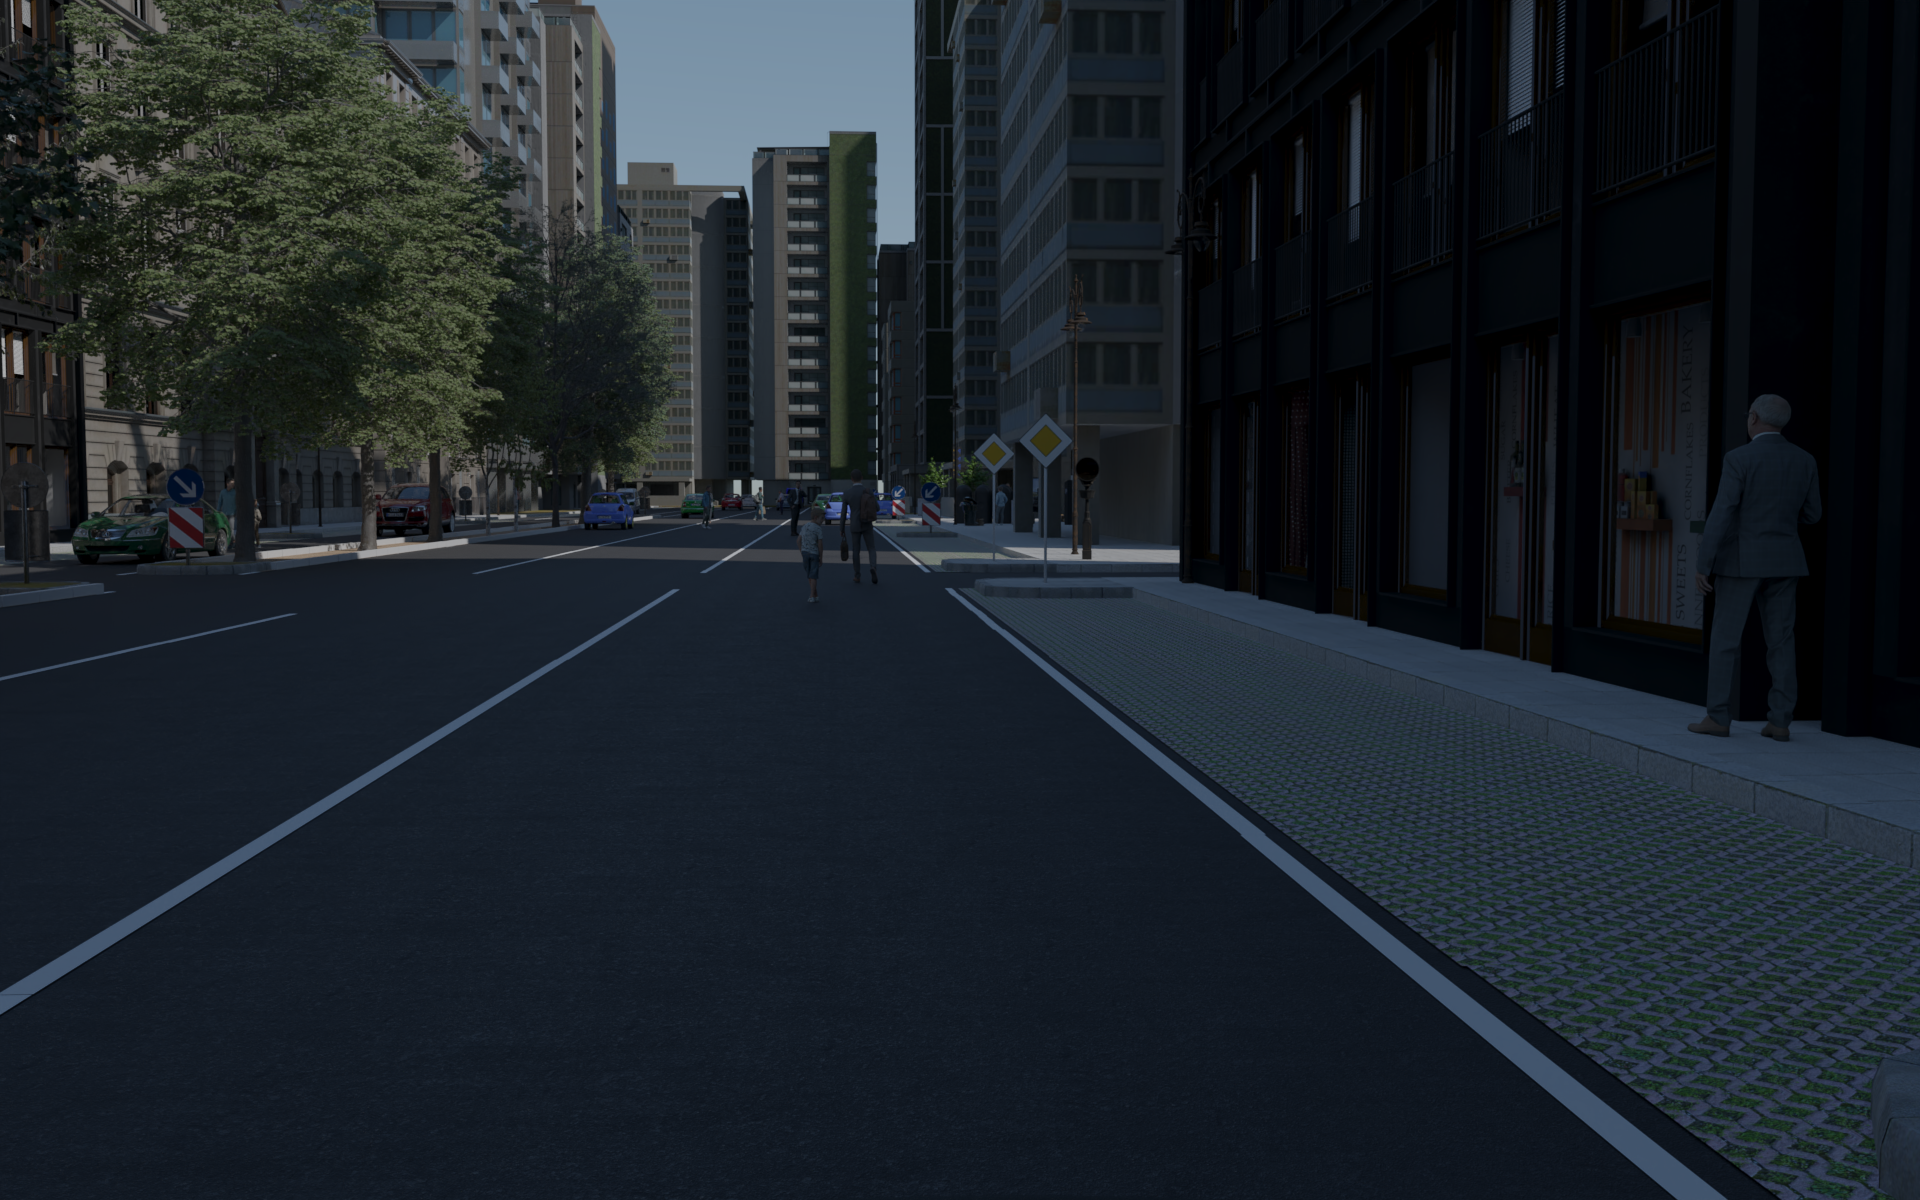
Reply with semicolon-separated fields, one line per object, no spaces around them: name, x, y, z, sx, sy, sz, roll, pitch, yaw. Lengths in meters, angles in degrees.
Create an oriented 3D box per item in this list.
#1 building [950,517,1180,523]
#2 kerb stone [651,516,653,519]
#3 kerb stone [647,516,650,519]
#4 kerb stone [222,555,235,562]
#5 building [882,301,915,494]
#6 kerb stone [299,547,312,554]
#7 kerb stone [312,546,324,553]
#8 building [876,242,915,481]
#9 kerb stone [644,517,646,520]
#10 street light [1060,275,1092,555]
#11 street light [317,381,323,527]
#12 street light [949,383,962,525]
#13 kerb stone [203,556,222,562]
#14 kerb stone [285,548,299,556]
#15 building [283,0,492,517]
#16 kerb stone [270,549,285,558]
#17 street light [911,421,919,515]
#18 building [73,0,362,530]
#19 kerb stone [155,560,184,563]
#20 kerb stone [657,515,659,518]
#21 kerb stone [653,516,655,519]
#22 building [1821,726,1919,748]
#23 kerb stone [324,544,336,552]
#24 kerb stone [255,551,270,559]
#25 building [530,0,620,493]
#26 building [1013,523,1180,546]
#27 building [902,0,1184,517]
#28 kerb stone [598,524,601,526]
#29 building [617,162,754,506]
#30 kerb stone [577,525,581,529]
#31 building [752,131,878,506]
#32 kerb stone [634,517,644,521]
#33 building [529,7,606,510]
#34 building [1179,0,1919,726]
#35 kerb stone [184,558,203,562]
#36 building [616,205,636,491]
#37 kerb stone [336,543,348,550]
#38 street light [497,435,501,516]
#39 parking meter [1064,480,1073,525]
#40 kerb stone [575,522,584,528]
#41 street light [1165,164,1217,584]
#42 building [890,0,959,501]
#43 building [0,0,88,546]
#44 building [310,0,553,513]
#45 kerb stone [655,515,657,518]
building;15.349;-24.773;96.927;32.217;40.220;23.993;0;4;-4
kerb stone;-17.876;-4.727;99.487;0.120;0.150;1.000;0;4;-4
kerb stone;-17.723;-4.602;97.434;0.120;0.150;1.000;0;4;-4
kerb stone;-15.281;-0.842;35.991;0.120;0.150;1.000;0;4;-4
building;6.562;-19.898;170.379;27.650;21.520;28.899;0;4;-4
kerb stone;-15.659;-1.149;41.109;0.120;0.150;1.000;0;4;-4
kerb stone;-15.732;-1.213;42.133;0.120;0.150;1.000;0;4;-4
building;-2.446;-26.126;198.863;14.107;30.474;14.160;0;4;-4
kerb stone;-17.574;-4.477;95.394;0.120;0.150;1.000;0;4;-4
street light;2.440;-3.904;36.617;0.468;5.910;1.993;0;4;-4
street light;-25.084;-5.808;67.749;0.468;5.910;1.993;0;4;-4
street light;-0.197;-6.080;72.199;0.468;5.910;1.993;0;4;-4
kerb stone;-15.192;-0.781;34.967;0.120;0.150;1.000;0;4;-4
kerb stone;-15.580;-1.094;40.085;0.120;0.150;1.000;0;4;-4
building;-33.713;-18.090;93.029;12.463;27.353;25.104;0;4;-4
kerb stone;-15.512;-1.032;39.061;0.120;0.150;1.000;0;4;-4
street light;-2.800;-8.249;107.663;0.468;5.910;1.993;0;4;-4
building;-31.549;-14.939;63.330;14.460;24.649;34.723;0;4;-4
kerb stone;-15.052;-0.656;32.927;0.120;0.150;1.000;0;4;-4
kerb stone;-18.100;-4.913;102.550;0.120;0.150;1.000;0;4;-4
kerb stone;-17.952;-4.790;100.507;0.120;0.150;1.000;0;4;-4
building;11.371;-10.493;1.234;12.332;23.373;15.834;0;4;-4
kerb stone;-15.814;-1.281;43.153;0.120;0.150;1.000;0;4;-4
kerb stone;-15.433;-0.968;38.030;0.120;0.150;1.000;0;4;-4
building;-38.863;-31.001;156.984;14.600;45.320;14.200;0;4;-4
building;13.644;-21.831;48.811;23.993;40.220;32.217;0;4;-4
building;12.197;-26.361;122.884;32.217;40.220;23.993;0;4;-4
kerb stone;-16.217;-3.352;76.999;0.120;0.150;1.000;0;4;-4
building;-36.501;-31.417;205.556;23.993;40.220;32.217;0;4;-4
kerb stone;-15.757;-2.978;70.880;0.120;0.150;1.000;0;4;-4
building;-16.544;-31.464;198.024;14.086;41.232;14.154;0;4;-4
kerb stone;-17.491;-4.415;94.375;0.120;0.150;1.000;0;4;-4
building;-37.437;-28.092;142.905;14.154;41.232;14.086;0;4;-4
building;9.942;-11.480;17.372;12.332;23.373;15.834;0;4;-4
kerb stone;-15.125;-0.719;33.947;0.120;0.150;1.000;0;4;-4
building;-40.210;-24.633;174.451;14.107;30.474;14.160;0;4;-4
kerb stone;-15.887;-1.344;44.172;0.120;0.150;1.000;0;4;-4
street light;-27.565;-7.979;103.236;0.468;5.910;1.993;0;4;-4
parking meter;4.517;-4.051;71.949;0.255;1.863;0.399;-1;4;-20
kerb stone;-15.832;-3.040;71.899;0.120;0.150;1.000;0;4;-4
street light;3.280;-3.178;24.740;0.468;5.910;1.993;0;4;-4
building;4.697;-43.158;143.893;20.563;71.187;20.611;0;4;-4
building;-29.319;-12.756;38.234;12.332;23.373;15.834;0;4;-4
building;-41.535;-30.588;119.727;23.786;49.044;30.456;0;4;-4
kerb stone;-18.032;-4.852;101.530;0.120;0.150;1.000;0;4;-4
